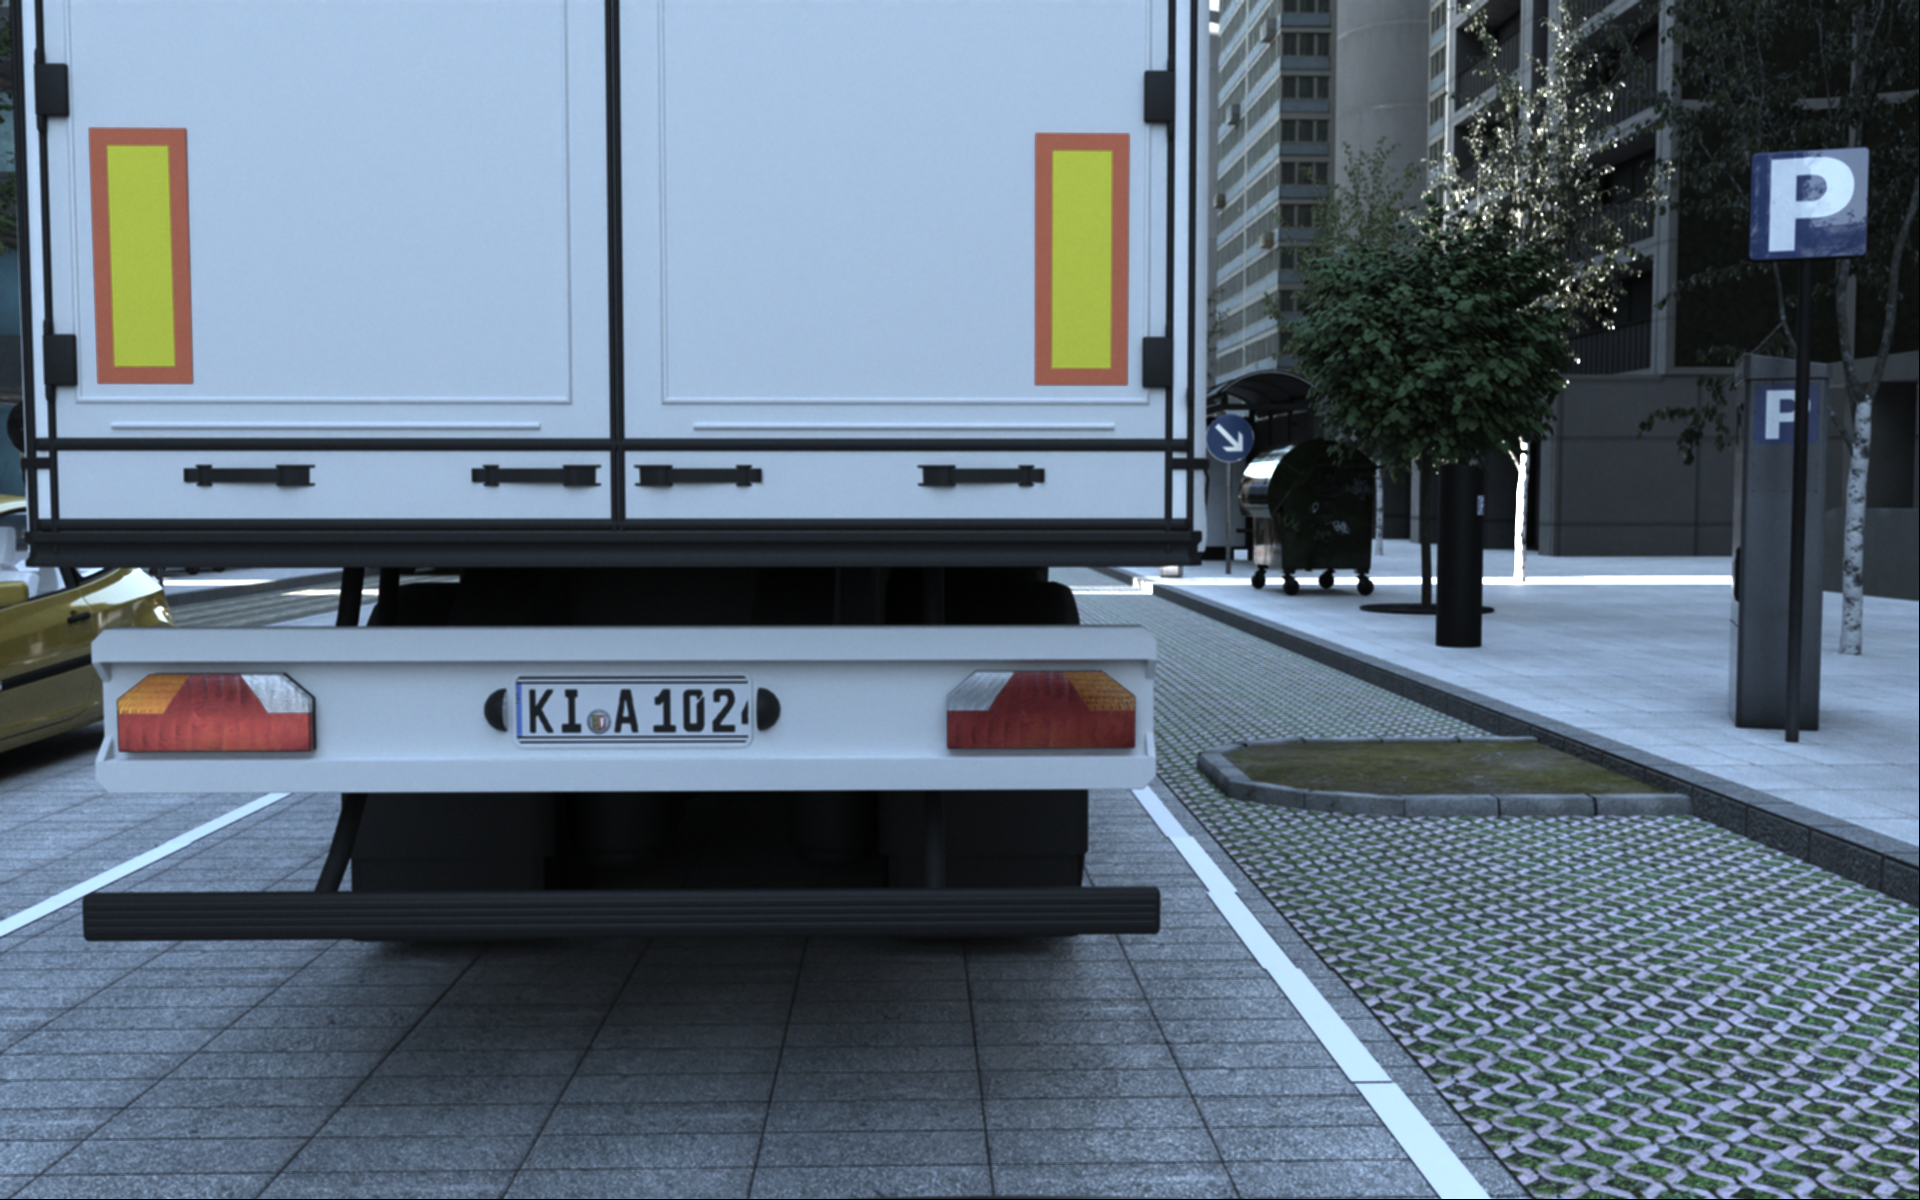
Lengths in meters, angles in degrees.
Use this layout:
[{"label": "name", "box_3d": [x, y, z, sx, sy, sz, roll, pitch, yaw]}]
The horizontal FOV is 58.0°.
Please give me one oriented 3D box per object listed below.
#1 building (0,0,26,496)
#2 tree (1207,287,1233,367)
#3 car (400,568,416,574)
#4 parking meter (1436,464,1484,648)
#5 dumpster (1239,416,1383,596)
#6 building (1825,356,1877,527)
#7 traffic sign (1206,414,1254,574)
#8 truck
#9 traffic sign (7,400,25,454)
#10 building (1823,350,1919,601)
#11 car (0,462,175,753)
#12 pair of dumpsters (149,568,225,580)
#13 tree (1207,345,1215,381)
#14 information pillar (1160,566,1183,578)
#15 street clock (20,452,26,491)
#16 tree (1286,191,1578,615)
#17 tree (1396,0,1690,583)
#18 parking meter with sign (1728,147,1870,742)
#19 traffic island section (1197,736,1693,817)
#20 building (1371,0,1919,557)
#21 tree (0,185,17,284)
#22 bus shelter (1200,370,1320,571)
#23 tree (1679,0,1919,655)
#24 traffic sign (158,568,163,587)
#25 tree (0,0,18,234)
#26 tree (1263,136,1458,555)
[{"label": "building", "box_3d": [-33.497, -28.612, 87.423, 23.786, 49.044, 30.456, 0, 4, -2]}, {"label": "tree", "box_3d": [4.034, -5.569, 41.416, 4.360, 8.622, 3.978, 0, 3, 0]}, {"label": "car", "box_3d": [-9.180, -1.187, 31.991, 1.945, 1.354, 3.894, 0, 4, -2]}, {"label": "parking meter", "box_3d": [4.217, -0.379, 14.607, 0.372, 1.533, 0.369, 0, 3, 0]}, {"label": "dumpster", "box_3d": [4.567, -1.231, 22.615, 1.502, 2.255, 1.985, 0, 4, -2]}, {"label": "building", "box_3d": [26.474, -24.268, 88.655, 23.993, 40.220, 32.217, 0, 4, -2]}, {"label": "traffic sign", "box_3d": [4.304, -1.688, 27.704, 0.768, 2.556, 0.104, 0, 4, 7]}, {"label": "truck", "box_3d": [-0.849, -1.232, 9.059, 2.839, 4.237, 11.283, 0, 4, -2]}, {"label": "traffic sign", "box_3d": [-12.285, -1.400, 22.993, 0.768, 2.556, 0.104, 0, 4, 5]}, {"label": "building", "box_3d": [27.674, -19.888, 17.049, 32.217, 40.220, 23.993, 0, 4, -2]}, {"label": "car", "box_3d": [-5.517, 0.085, 8.842, 2.015, 1.641, 3.980, 0, 4, -3]}, {"label": "pair of dumpsters", "box_3d": [-12.643, -1.552, 27.871, 1.574, 2.255, 4.437, 0, 4, -2]}, {"label": "tree", "box_3d": [3.850, -7.085, 50.255, 7.601, 10.594, 8.767, 0, 4, -2]}, {"label": "information pillar", "box_3d": [3.249, -1.350, 26.561, 0.304, 2.012, 0.304, 1, 4, 19]}, {"label": "street clock", "box_3d": [-13.695, -1.295, 25.742, 0.358, 2.002, 0.471, 0, 4, 7]}, {"label": "tree", "box_3d": [5.201, -2.161, 19.046, 4.285, 4.588, 4.351, 0, 3, 0]}, {"label": "tree", "box_3d": [8.209, -4.573, 25.133, 4.360, 8.622, 3.978, 0, 3, 0]}, {"label": "parking meter with sign", "box_3d": [4.594, -0.819, 9.658, 0.543, 3.016, 1.738, 1, 4, 20]}, {"label": "traffic island section", "box_3d": [2.231, 0.871, 8.632, 1.991, 0.108, 1.994, 0, 4, -2]}, {"label": "building", "box_3d": [22.227, -36.695, 38.211, 20.563, 71.187, 20.611, 0, 4, -2]}, {"label": "tree", "box_3d": [-16.305, -4.589, 25.396, 4.737, 8.622, 4.395, 0, 3, 0]}, {"label": "bus shelter", "box_3d": [5.003, -2.273, 31.080, 2.014, 3.302, 5.546, 0, 4, -2]}, {"label": "tree", "box_3d": [7.187, -3.883, 13.856, 4.360, 8.622, 3.978, 0, 3, 0]}, {"label": "traffic sign", "box_3d": [-10.832, -1.302, 23.421, 0.606, 2.300, 0.079, 0, 4, -1]}, {"label": "tree", "box_3d": [-11.841, -5.620, 17.644, 9.928, 11.665, 9.643, 0, 3, 0]}, {"label": "tree", "box_3d": [8.828, -5.228, 35.839, 4.737, 8.622, 4.395, 0, 3, 0]}]
